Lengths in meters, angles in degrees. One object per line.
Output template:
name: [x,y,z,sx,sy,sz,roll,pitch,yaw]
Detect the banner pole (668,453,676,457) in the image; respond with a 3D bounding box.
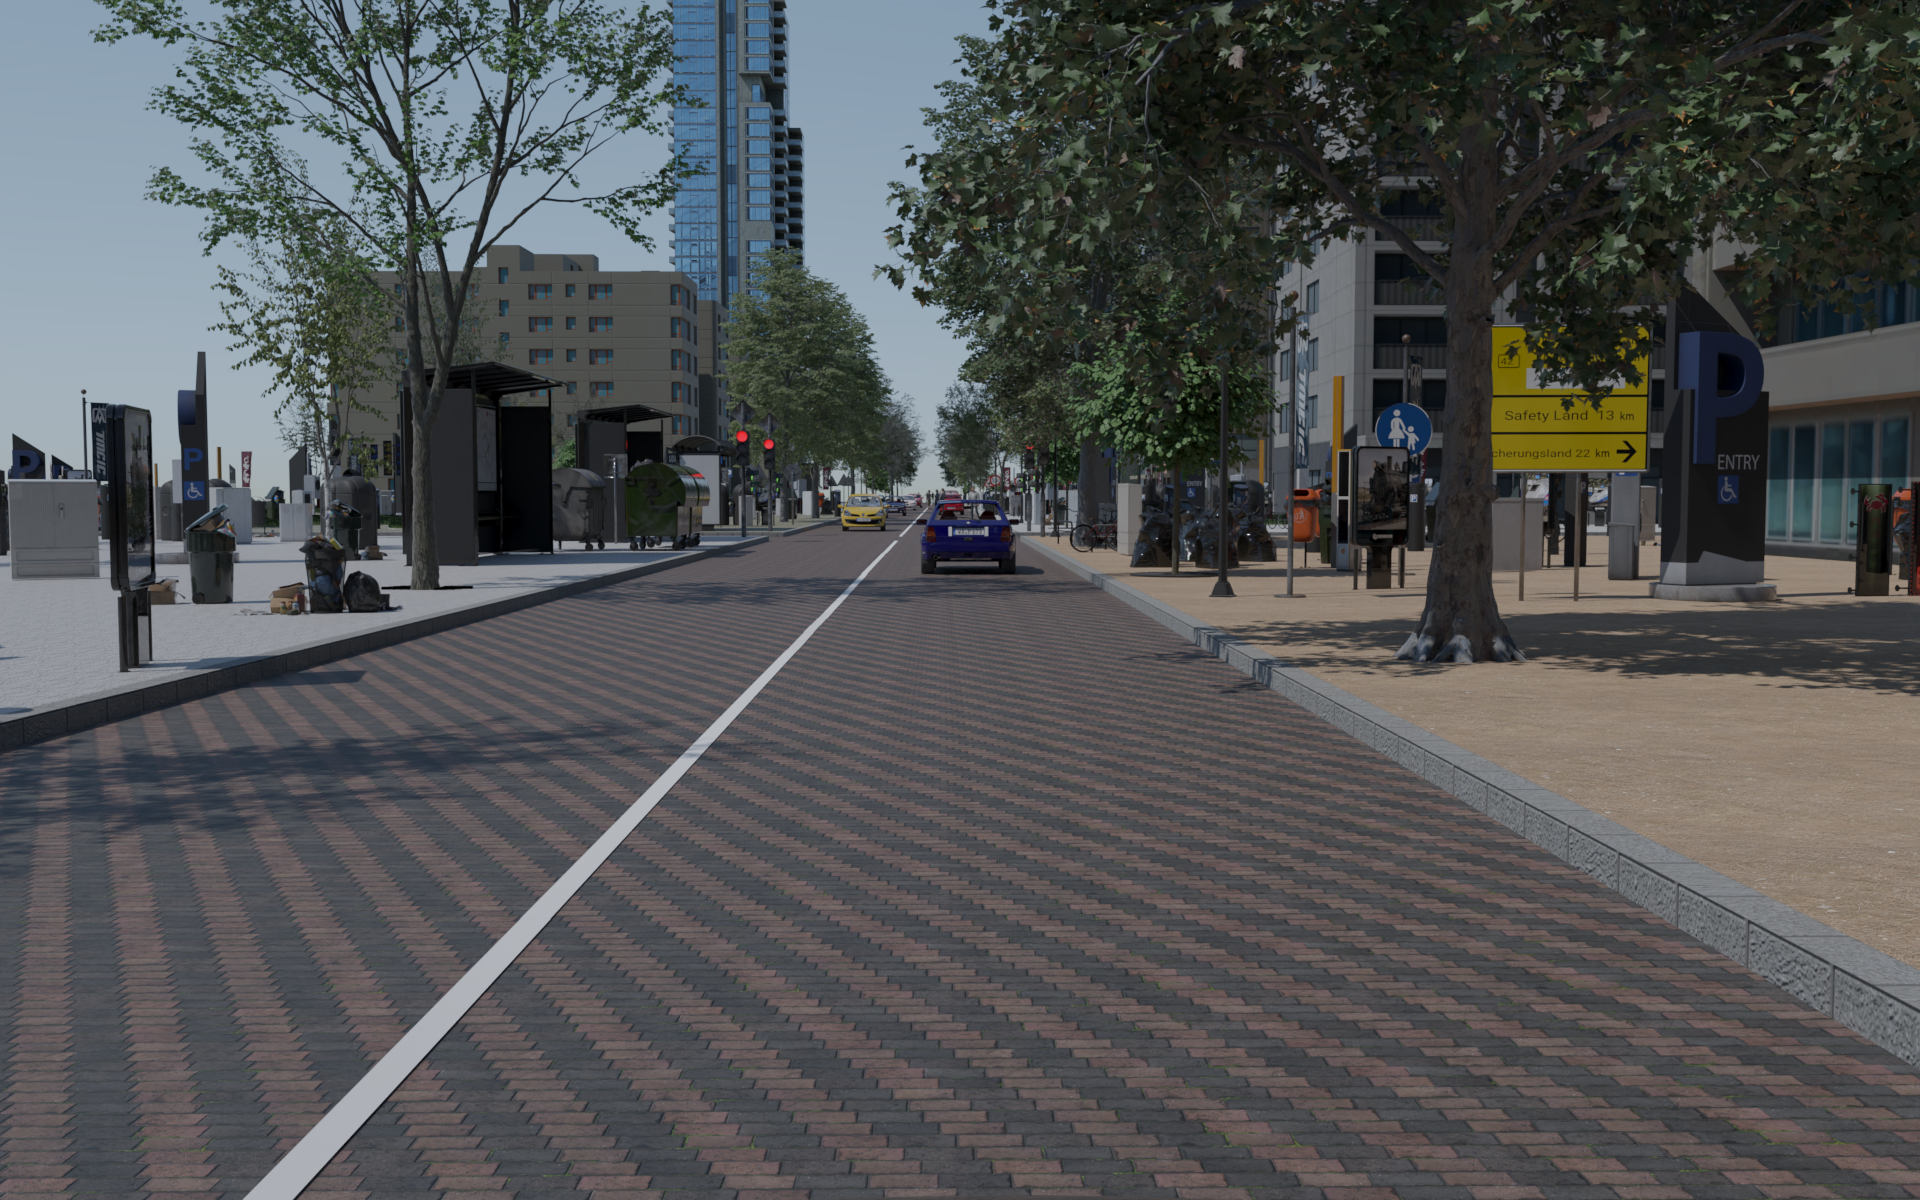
banner pole: [-15.387,-6.339,93.665,0.863,3.779,0.401,-2,4,-32]

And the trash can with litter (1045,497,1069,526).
trash can with litter: [3.850,-3.618,70.547,1.055,1.170,0.624,-1,4,-22]

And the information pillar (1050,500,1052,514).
information pillar: [5.637,-6.147,104.996,0.304,2.012,0.304,2,4,26]

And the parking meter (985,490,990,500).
parking meter: [1.848,-6.648,117.109,0.372,1.533,0.369,0,3,0]

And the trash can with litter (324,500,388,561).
trash can with litter: [-11.685,-1.353,33.517,0.624,1.170,1.055,3,5,43]

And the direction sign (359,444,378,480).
direction sign: [-26.793,-5.293,78.544,0.876,3.537,0.379,-3,5,-45]

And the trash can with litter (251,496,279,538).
trash can with litter: [-21.269,-2.467,51.393,2.233,1.210,1.678,0,4,-5]

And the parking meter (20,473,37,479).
parking meter: [-25.568,-2.562,47.596,0.255,1.863,0.399,2,4,26]

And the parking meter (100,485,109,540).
parking meter: [-23.973,-2.466,48.732,0.372,1.533,0.369,0,3,0]

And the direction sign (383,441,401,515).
direction sign: [-23.988,-4.983,73.464,0.876,3.537,0.379,-2,4,-31]

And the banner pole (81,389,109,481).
banner pole: [-20.757,-3.153,41.571,0.401,3.779,0.863,2,4,32]

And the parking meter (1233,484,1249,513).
parking meter: [6.841,-2.064,42.161,0.372,1.533,0.369,0,3,0]

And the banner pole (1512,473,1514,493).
banner pole: [22.529,-4.926,70.563,0.401,3.779,0.863,1,4,20]

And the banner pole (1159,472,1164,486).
banner pole: [11.830,-6.846,101.941,0.401,3.779,0.863,2,4,30]

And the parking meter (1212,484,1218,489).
parking meter: [14.800,-5.804,100.612,0.399,1.863,0.255,1,4,23]

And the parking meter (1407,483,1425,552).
parking meter: [10.218,-1.858,38.789,0.372,1.533,0.369,0,3,0]

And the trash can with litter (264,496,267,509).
trash can with litter: [-40.096,-5.488,101.111,1.055,1.170,0.624,1,4,23]

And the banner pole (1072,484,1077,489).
banner pole: [7.077,-7.238,108.354,0.863,3.779,0.401,-3,5,-44]

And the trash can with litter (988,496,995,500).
trash can with litter: [2.245,-6.009,109.638,1.055,1.170,0.624,3,5,43]

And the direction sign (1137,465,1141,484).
direction sign: [13.828,-8.671,133.763,0.379,3.537,0.876,1,4,21]

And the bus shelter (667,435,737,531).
bus shelter: [-9.023,-4.161,61.949,2.014,3.302,5.546,0,4,-1]

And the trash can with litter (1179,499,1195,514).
trash can with litter: [11.014,-4.515,85.208,0.624,1.170,1.055,3,5,40]

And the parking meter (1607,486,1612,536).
parking meter: [19.822,-2.697,52.508,0.372,1.533,0.369,0,3,0]

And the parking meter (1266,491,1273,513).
parking meter: [18.025,-5.651,100.798,0.372,1.533,0.369,0,3,0]

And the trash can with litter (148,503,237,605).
trash can with litter: [-8.987,-0.538,20.186,1.055,1.170,0.624,-1,4,-21]

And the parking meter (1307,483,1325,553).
parking meter: [7.791,-1.805,37.929,0.372,1.533,0.369,0,3,0]

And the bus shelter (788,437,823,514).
bus shelter: [-10.694,-8.589,118.065,2.179,5.291,8.768,0,4,-1]

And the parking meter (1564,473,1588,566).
parking meter: [10.958,-1.534,30.795,0.399,1.863,0.255,-3,5,-40]

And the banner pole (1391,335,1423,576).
banner pole: [7.151,-2.291,27.478,0.401,3.779,0.863,3,4,38]

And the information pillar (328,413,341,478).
information pillar: [-18.162,-3.608,50.345,0.183,3.616,0.504,1,4,10]

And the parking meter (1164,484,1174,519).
parking meter: [5.361,-2.170,43.885,0.372,1.533,0.369,0,3,0]

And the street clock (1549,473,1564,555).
street clock: [12.550,-1.955,36.541,0.358,2.002,0.471,1,4,12]

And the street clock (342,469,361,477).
street clock: [-17.608,-2.789,50.174,0.471,2.002,0.358,1,4,13]

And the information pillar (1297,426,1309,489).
information pillar: [9.899,-3.589,50.043,0.504,3.616,0.183,-3,5,-43]

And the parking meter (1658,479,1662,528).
parking meter: [26.752,-3.671,65.729,0.255,1.863,0.399,-2,4,-33]

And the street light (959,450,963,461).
street light: [0.901,-12.750,181.000,1.470,5.913,1.316,0,4,-1]

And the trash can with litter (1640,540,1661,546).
trash can with litter: [17.600,-1.940,42.775,2.233,1.210,1.678,2,4,24]

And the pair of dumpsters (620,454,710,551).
pair of dumpsters: [-6.907,-2.336,40.685,1.574,2.255,4.437,0,4,-1]

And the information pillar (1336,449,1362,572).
information pillar: [6.448,-1.478,28.654,0.304,2.012,0.304,-2,4,-33]

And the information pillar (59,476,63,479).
information pillar: [-35.635,-3.942,68.942,0.304,2.012,0.304,-3,5,-44]

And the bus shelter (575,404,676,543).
bus shelter: [-9.254,-3.490,48.341,1.731,3.624,6.357,0,4,-1]

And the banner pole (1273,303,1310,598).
banner pole: [4.129,-1.906,21.187,0.401,3.779,0.863,0,4,-7]

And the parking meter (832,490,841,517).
parking meter: [-6.886,-5.449,97.495,0.372,1.533,0.369,0,3,0]

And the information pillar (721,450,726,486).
information pillar: [-11.829,-5.777,85.814,0.504,3.616,0.183,0,4,2]

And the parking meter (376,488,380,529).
parking meter: [-21.414,-3.361,63.355,0.372,1.533,0.369,0,3,0]

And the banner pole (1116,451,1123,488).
banner pole: [8.212,-6.086,89.518,0.863,3.779,0.401,-3,5,-43]

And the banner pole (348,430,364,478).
banner pole: [-23.583,-4.759,67.822,0.401,3.779,0.863,3,4,37]

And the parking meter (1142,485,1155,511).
parking meter: [5.299,-2.469,48.783,0.372,1.533,0.369,0,3,0]

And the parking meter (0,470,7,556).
parking meter: [-20.043,-1.852,35.985,0.399,1.863,0.255,0,4,-3]

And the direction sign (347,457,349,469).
direction sign: [-37.105,-6.976,106.058,0.876,3.537,0.379,1,4,15]

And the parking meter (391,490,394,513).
parking meter: [-30.837,-5.266,94.511,0.372,1.533,0.369,0,3,0]

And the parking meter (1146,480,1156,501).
parking meter: [8.133,-4.164,73.791,0.399,1.863,0.255,-2,4,-25]

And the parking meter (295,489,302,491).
parking meter: [-34.959,-5.083,91.516,0.372,1.533,0.369,0,3,0]

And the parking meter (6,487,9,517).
parking meter: [-27.726,-2.570,50.427,0.372,1.533,0.369,0,3,0]

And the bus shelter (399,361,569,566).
bus shelter: [-9.121,-2.598,33.757,1.731,3.624,6.357,0,4,-1]

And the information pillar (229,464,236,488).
information pillar: [-56.439,-8.748,134.384,0.504,3.616,0.183,0,4,5]
